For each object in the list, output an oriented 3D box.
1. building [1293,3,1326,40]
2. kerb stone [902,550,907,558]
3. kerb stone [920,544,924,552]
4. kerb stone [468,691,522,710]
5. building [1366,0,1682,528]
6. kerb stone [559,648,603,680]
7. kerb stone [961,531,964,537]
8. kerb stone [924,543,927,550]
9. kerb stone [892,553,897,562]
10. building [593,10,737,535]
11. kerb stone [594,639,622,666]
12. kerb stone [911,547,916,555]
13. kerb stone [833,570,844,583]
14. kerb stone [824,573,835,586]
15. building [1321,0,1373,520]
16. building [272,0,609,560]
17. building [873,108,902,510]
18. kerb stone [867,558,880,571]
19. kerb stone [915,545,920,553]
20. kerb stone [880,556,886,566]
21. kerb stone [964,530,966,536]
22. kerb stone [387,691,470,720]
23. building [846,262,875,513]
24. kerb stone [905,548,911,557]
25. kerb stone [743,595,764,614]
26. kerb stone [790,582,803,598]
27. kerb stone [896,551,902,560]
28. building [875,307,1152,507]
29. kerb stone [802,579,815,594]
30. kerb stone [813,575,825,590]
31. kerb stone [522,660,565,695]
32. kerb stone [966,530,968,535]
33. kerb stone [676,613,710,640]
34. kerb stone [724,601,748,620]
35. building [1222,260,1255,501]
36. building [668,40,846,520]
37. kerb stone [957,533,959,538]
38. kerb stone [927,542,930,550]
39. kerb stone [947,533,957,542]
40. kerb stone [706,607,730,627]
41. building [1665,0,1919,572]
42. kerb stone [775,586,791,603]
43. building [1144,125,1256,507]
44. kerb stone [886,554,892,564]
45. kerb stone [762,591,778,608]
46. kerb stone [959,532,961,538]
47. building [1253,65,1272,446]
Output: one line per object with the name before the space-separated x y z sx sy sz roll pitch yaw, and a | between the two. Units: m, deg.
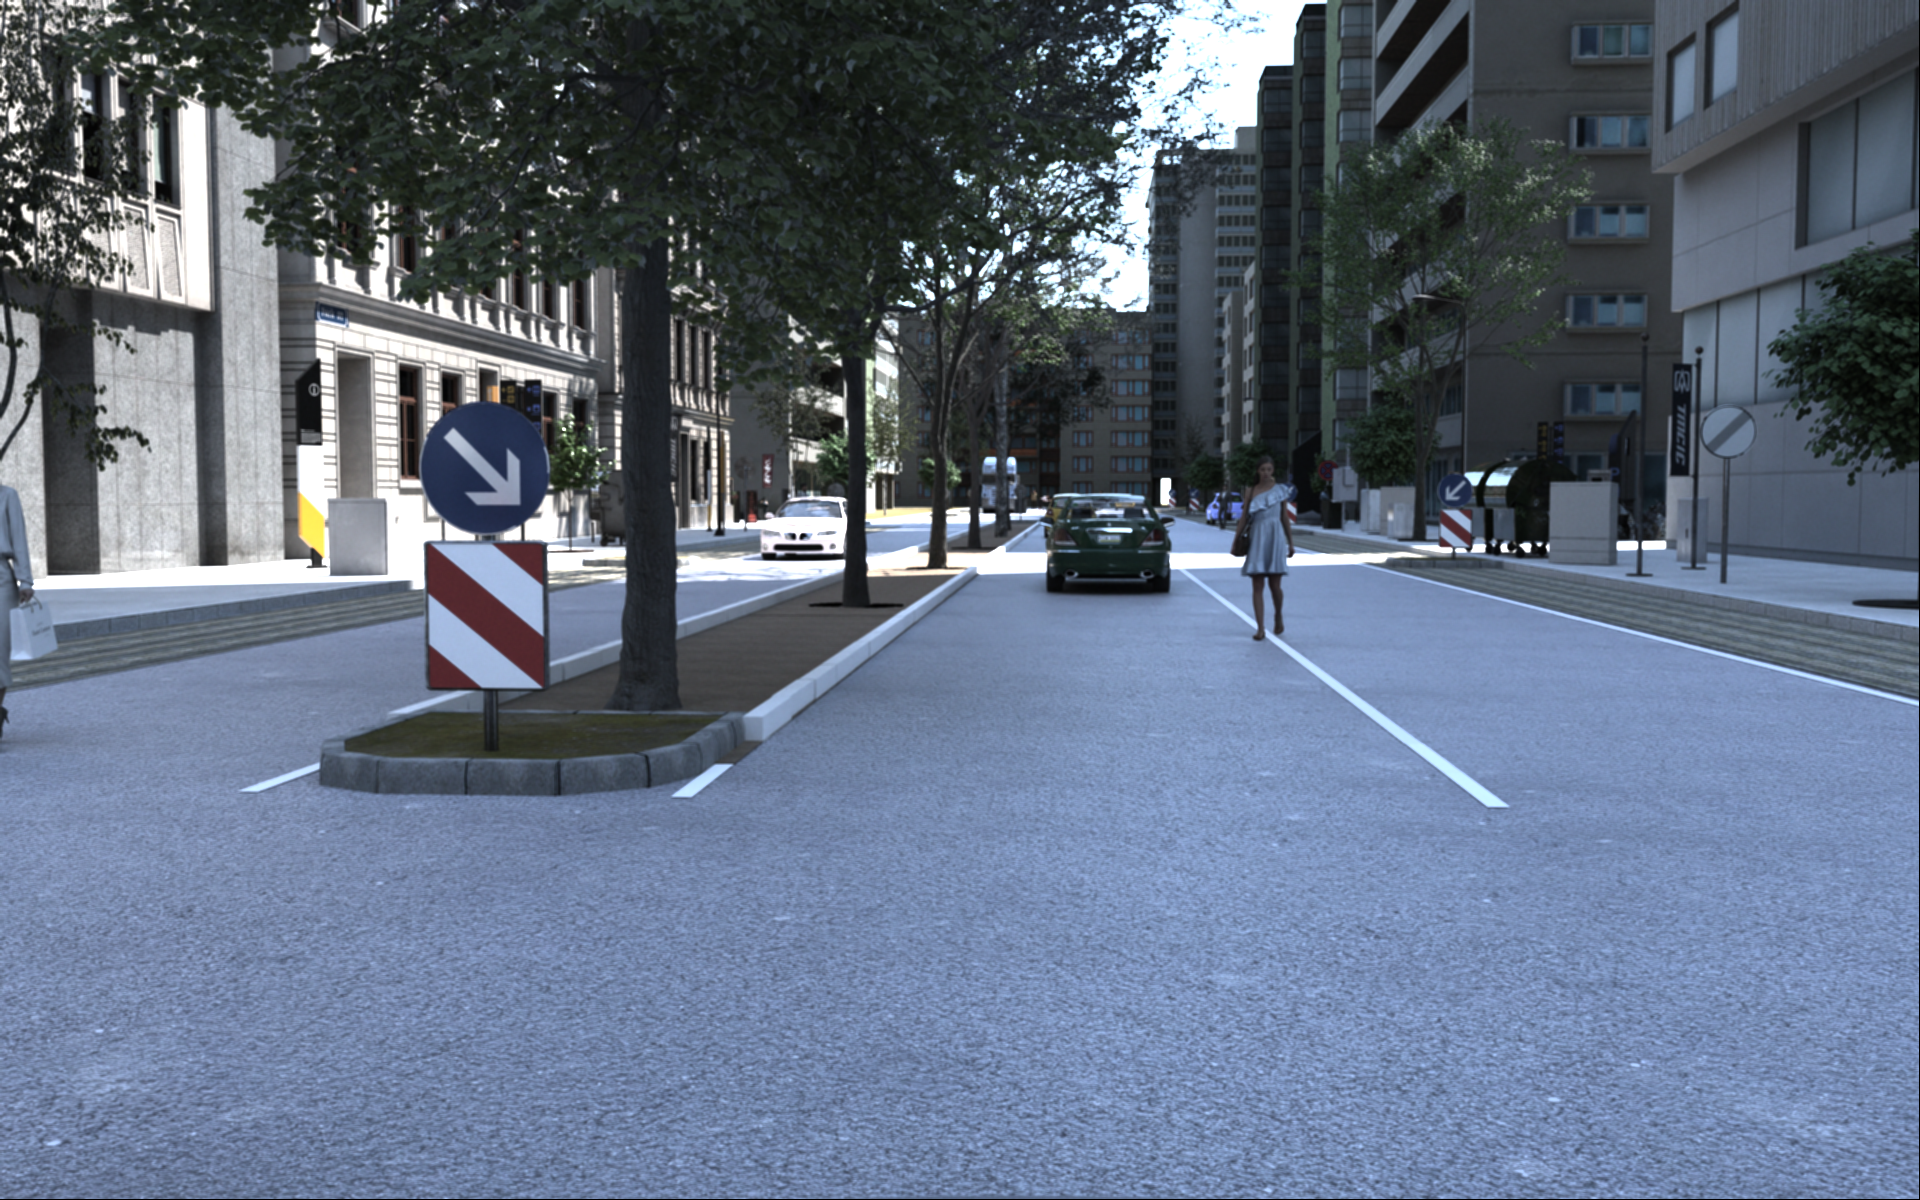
building | 27.021 -20.429 105.717 14.160 30.474 14.107 0 4 4
kerb stone | -1.341 -0.978 38.235 0.120 0.150 1.000 0 4 4
kerb stone | -1.056 -1.226 42.340 0.120 0.150 1.000 0 4 4
kerb stone | -3.190 0.644 11.672 0.120 0.150 1.000 0 4 4
building | 28.836 -27.184 68.168 21.300 48.544 21.600 0 4 4
kerb stone | -3.043 0.522 13.727 0.120 0.150 1.000 0 4 4
kerb stone | -0.054 -2.106 56.669 0.120 0.150 1.000 0 4 4
kerb stone | -0.988 -1.294 43.360 0.120 0.150 1.000 0 4 4
kerb stone | -1.483 -0.856 36.196 0.120 0.150 1.000 0 4 4
building | -14.823 -12.158 63.406 10.561 19.102 19.286 0 4 4
kerb stone | -2.977 0.455 14.753 0.120 0.150 1.000 0 4 4
kerb stone | -1.198 -1.106 40.285 0.120 0.150 1.000 0 4 4
kerb stone | -2.049 -0.351 28.023 0.120 0.150 1.000 0 4 4
kerb stone | -2.125 -0.294 27.000 0.120 0.150 1.000 0 4 4
building | 26.114 -24.932 91.226 14.154 41.232 14.086 0 4 4
building | -16.798 -12.664 43.208 11.583 22.565 21.152 0 4 4
building | -17.303 -27.613 143.350 23.993 40.220 32.217 0 4 4
kerb stone | -1.698 -0.665 33.131 0.120 0.150 1.000 0 4 4
kerb stone | -1.130 -1.169 41.305 0.120 0.150 1.000 0 4 4
kerb stone | -1.627 -0.728 34.151 0.120 0.150 1.000 0 4 4
kerb stone | 0.011 -2.168 57.690 0.120 0.150 1.000 0 4 4
kerb stone | -3.261 0.707 10.641 0.120 0.150 1.000 0 4 4
building | -13.433 -26.343 114.302 14.154 41.232 14.086 0 4 4
kerb stone | -1.266 -1.043 39.256 0.120 0.150 1.000 0 4 4
kerb stone | -2.550 0.081 20.878 0.120 0.150 1.000 0 4 4
kerb stone | -2.341 -0.107 23.941 0.120 0.150 1.000 0 4 4
kerb stone | -1.411 -0.919 37.215 0.120 0.150 1.000 0 4 4
building | 5.390 -20.784 184.853 28.899 21.520 27.650 0 4 4
kerb stone | -2.261 -0.169 24.960 0.120 0.150 1.000 0 4 4
kerb stone | -2.193 -0.231 25.980 0.120 0.150 1.000 0 4 4
kerb stone | -3.123 0.581 12.698 0.120 0.150 1.000 0 4 4
kerb stone | 0.093 -2.233 58.709 0.120 0.150 1.000 0 4 4
kerb stone | -2.763 0.268 17.817 0.120 0.150 1.000 0 4 4
kerb stone | -2.621 0.143 19.857 0.120 0.150 1.000 0 4 4
building | 36.464 -18.107 141.094 27.650 21.520 28.899 0 4 4
building | -18.388 -28.894 96.116 21.300 48.544 21.600 0 4 4
kerb stone | -0.202 -1.983 54.620 0.120 0.150 1.000 0 4 4
kerb stone | -0.904 -1.358 44.391 0.120 0.150 1.000 0 4 4
kerb stone | -0.272 -1.920 53.592 0.120 0.150 1.000 0 4 4
kerb stone | -2.696 0.210 18.838 0.120 0.150 1.000 0 4 4
building | 27.861 -26.621 24.486 27.495 52.752 28.713 0 4 4
kerb stone | -2.411 -0.044 22.921 0.120 0.150 1.000 0 4 4
building | 32.043 -30.166 185.096 23.993 40.220 32.217 0 4 4
kerb stone | -1.556 -0.793 35.170 0.120 0.150 1.000 0 4 4
kerb stone | -2.478 0.018 21.900 0.120 0.150 1.000 0 4 4
kerb stone | -0.132 -2.046 55.650 0.120 0.150 1.000 0 4 4
building | 27.265 -21.299 119.944 14.160 30.474 14.107 0 4 4
